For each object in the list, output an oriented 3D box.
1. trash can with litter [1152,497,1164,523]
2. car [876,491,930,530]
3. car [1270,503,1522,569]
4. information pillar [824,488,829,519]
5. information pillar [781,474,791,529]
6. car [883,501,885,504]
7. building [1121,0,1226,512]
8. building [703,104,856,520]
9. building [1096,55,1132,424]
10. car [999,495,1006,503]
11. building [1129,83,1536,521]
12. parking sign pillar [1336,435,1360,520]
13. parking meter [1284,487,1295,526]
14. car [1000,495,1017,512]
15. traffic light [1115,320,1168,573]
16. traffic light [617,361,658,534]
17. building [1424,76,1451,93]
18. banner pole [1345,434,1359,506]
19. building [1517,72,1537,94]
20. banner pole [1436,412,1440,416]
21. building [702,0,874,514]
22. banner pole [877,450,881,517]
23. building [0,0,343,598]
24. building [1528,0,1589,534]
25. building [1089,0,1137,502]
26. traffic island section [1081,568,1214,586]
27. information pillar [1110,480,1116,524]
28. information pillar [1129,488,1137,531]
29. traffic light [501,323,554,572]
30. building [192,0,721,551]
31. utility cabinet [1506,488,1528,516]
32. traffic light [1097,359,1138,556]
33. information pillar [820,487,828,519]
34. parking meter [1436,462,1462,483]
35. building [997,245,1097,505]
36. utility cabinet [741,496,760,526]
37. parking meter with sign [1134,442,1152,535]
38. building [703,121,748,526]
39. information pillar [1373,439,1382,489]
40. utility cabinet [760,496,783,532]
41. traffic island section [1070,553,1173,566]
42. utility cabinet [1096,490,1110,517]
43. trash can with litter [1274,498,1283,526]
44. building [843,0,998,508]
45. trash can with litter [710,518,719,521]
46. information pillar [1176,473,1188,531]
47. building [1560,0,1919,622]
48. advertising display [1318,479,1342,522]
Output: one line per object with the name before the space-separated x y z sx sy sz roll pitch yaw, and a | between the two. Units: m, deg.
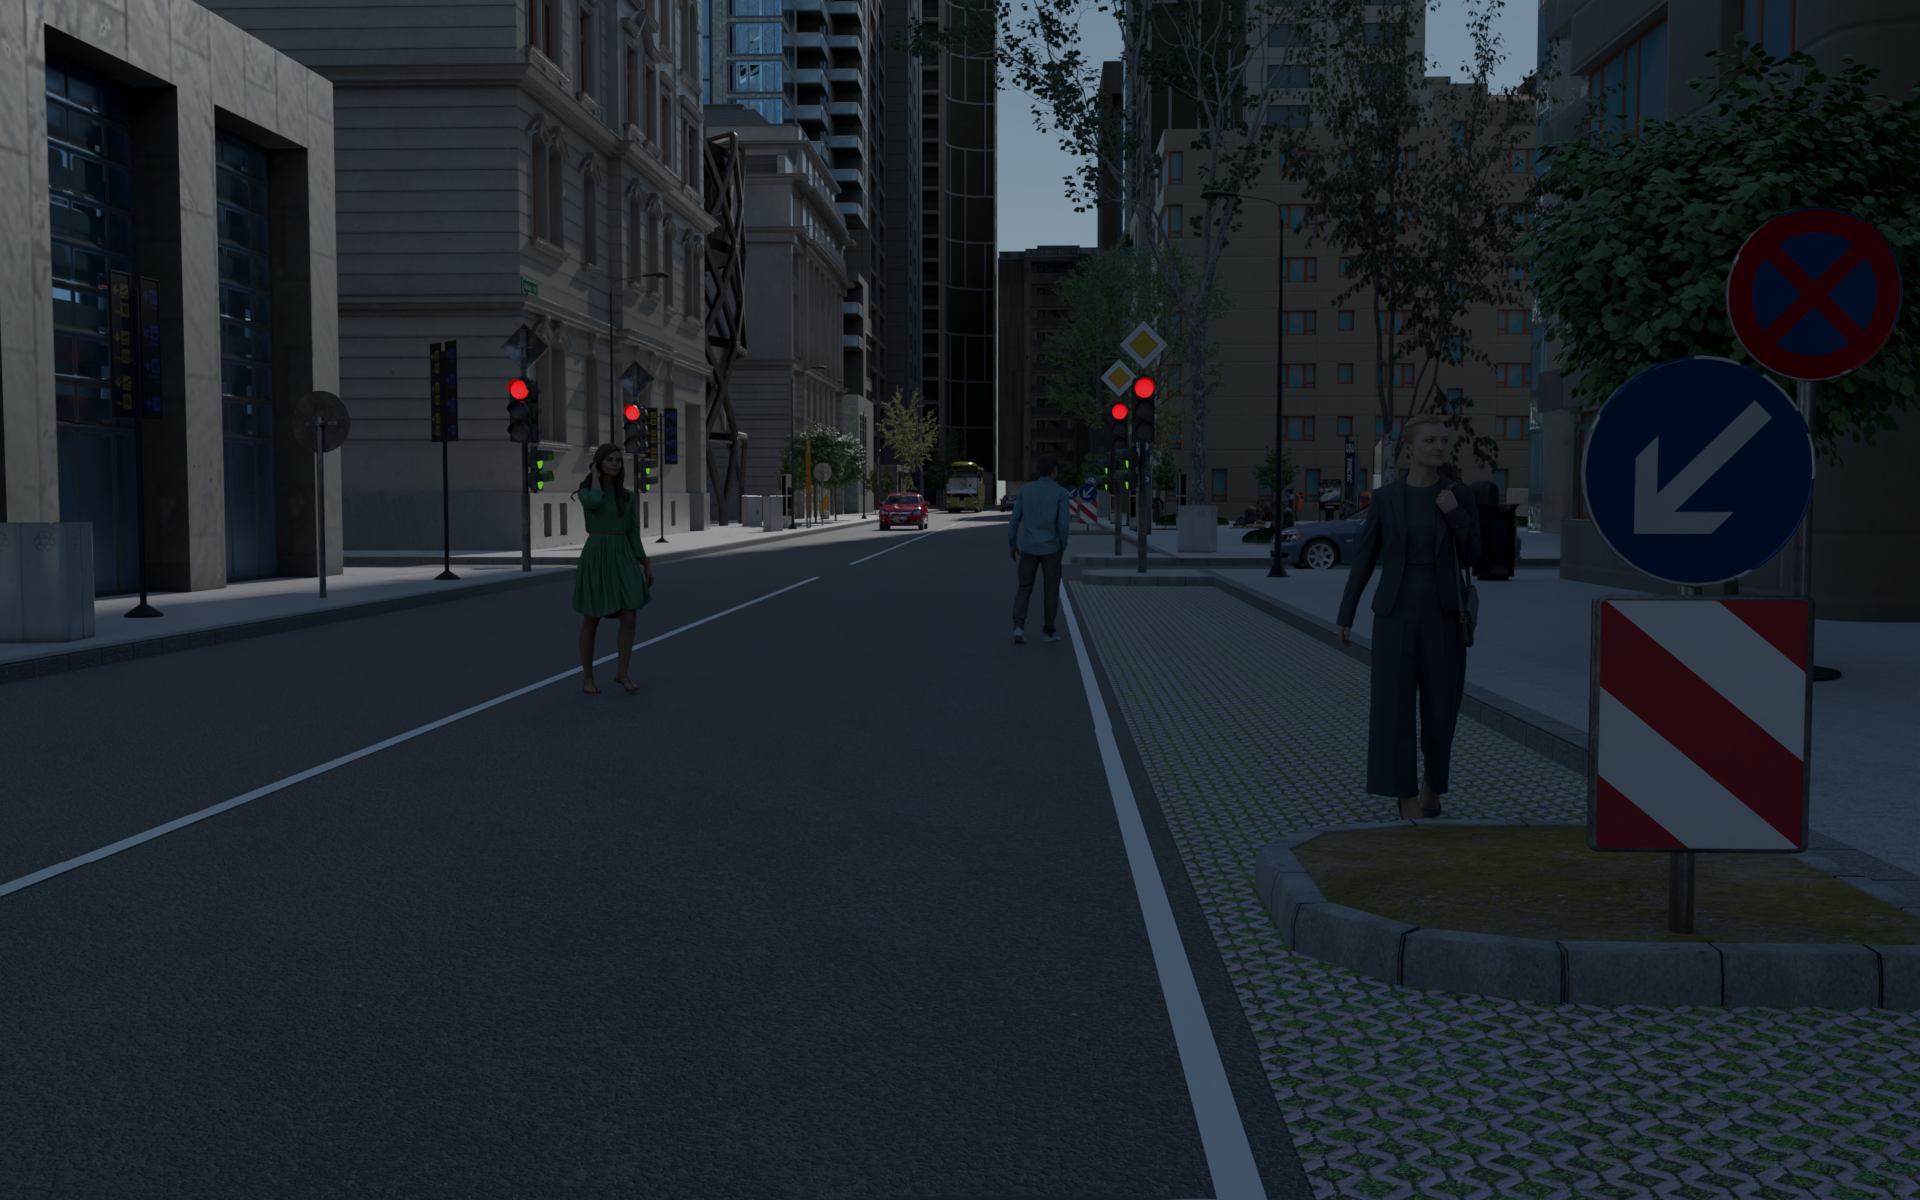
trash can with litter | 8.909 -4.022 77.144 1.055 1.170 0.624 -3 5 -44
car | -2.264 -3.734 70.084 2.155 1.783 4.494 0 4 2
car | 7.993 -1.221 31.968 4.499 1.417 2.014 0 4 1
information pillar | -6.857 -5.155 88.772 0.304 2.012 0.304 0 4 -7
information pillar | -6.463 -3.673 64.545 0.304 2.012 0.304 3 4 37
car | -2.582 -4.329 80.367 1.945 1.707 3.694 0 4 2
building | 21.619 -42.140 127.244 20.563 71.187 20.611 0 4 2
building | -13.596 -15.562 96.247 13.314 21.916 24.055 0 4 2
building | 21.128 -32.190 176.413 14.600 45.320 14.200 0 4 2
car | 4.743 -9.244 163.498 2.083 1.381 4.827 0 4 1
building | 24.077 -15.360 96.174 27.650 21.520 28.899 0 4 2
parking sign pillar | 18.045 -5.579 79.682 1.447 3.967 1.447 2 4 25
parking meter | 11.702 -3.249 61.527 0.372 1.533 0.369 0 3 0
car | 4.179 -7.786 139.888 1.945 1.354 3.894 0 4 4
traffic light | 2.952 -2.398 28.126 0.839 4.253 0.868 0 4 2
traffic light | -6.814 -2.911 36.514 0.839 4.253 0.868 0 4 2
building | 43.355 -29.072 167.208 23.993 40.220 32.217 0 4 2
banner pole | 16.331 -5.016 72.026 0.401 3.779 0.863 -3 5 -41
building | 70.348 -31.566 170.722 28.867 44.769 22.147 0 4 2
banner pole | 14.289 -3.819 52.460 0.863 3.779 0.401 -2 4 -34
building | -17.077 -49.735 125.845 22.319 86.520 31.000 0 4 2
banner pole | -4.636 -6.671 99.085 0.401 3.779 0.863 -1 4 -17
building | -25.776 -42.923 14.460 31.000 86.520 22.319 0 4 2
building | 31.638 -26.145 47.078 30.456 49.044 23.786 0 4 2
building | 23.187 -51.365 152.490 22.319 86.520 31.000 0 4 2
traffic island section | 2.991 -0.364 28.238 2.009 0.180 2.903 0 4 2
information pillar | 6.595 -4.258 74.109 0.304 2.012 0.304 1 4 15
information pillar | 6.164 -3.459 61.042 0.304 2.012 0.304 2 4 32
traffic light | -7.151 -2.423 28.536 0.839 4.253 0.868 0 4 2
building | -15.543 -16.045 49.729 14.401 28.519 23.554 0 4 2
utility cabinet | 22.172 -3.651 68.372 1.173 1.500 0.318 -1 4 -16
traffic light | 3.289 -2.886 36.104 0.839 4.253 0.868 0 4 2
information pillar | -6.895 -5.879 87.477 0.504 3.616 0.183 3 4 38
parking meter | 8.097 -1.419 28.919 0.399 1.863 0.255 2 4 32
building | 11.380 -26.439 203.985 14.107 30.474 14.160 0 4 2
utility cabinet | -8.311 -3.553 69.249 0.306 1.237 1.020 2 4 28
parking meter with sign | 5.892 -3.622 55.487 0.543 3.016 1.738 0 4 1
building | -17.405 -12.419 70.500 16.820 18.784 16.811 0 4 2
information pillar | 17.626 -5.006 73.201 0.504 3.616 0.183 -3 5 -40
utility cabinet | -6.419 -2.950 59.387 0.306 1.237 1.020 1 4 19
traffic island section | 3.329 -0.852 36.216 2.009 0.180 2.903 0 4 2
utility cabinet | 8.090 -5.322 95.696 1.173 1.500 0.318 -2 4 -26
trash can with litter | 9.460 -2.444 51.021 1.678 1.210 2.233 0 4 5
building | -5.994 -46.951 205.900 20.611 71.187 20.563 0 4 2
trash can with litter | -11.879 -4.346 82.112 1.678 1.210 2.233 1 4 14
information pillar | 7.704 -3.404 60.147 0.304 2.012 0.304 -1 4 -14
building | 22.301 -10.128 10.632 27.650 21.520 28.899 0 4 2
advertising display | 16.121 -4.297 75.465 0.974 1.923 0.123 1 4 18
